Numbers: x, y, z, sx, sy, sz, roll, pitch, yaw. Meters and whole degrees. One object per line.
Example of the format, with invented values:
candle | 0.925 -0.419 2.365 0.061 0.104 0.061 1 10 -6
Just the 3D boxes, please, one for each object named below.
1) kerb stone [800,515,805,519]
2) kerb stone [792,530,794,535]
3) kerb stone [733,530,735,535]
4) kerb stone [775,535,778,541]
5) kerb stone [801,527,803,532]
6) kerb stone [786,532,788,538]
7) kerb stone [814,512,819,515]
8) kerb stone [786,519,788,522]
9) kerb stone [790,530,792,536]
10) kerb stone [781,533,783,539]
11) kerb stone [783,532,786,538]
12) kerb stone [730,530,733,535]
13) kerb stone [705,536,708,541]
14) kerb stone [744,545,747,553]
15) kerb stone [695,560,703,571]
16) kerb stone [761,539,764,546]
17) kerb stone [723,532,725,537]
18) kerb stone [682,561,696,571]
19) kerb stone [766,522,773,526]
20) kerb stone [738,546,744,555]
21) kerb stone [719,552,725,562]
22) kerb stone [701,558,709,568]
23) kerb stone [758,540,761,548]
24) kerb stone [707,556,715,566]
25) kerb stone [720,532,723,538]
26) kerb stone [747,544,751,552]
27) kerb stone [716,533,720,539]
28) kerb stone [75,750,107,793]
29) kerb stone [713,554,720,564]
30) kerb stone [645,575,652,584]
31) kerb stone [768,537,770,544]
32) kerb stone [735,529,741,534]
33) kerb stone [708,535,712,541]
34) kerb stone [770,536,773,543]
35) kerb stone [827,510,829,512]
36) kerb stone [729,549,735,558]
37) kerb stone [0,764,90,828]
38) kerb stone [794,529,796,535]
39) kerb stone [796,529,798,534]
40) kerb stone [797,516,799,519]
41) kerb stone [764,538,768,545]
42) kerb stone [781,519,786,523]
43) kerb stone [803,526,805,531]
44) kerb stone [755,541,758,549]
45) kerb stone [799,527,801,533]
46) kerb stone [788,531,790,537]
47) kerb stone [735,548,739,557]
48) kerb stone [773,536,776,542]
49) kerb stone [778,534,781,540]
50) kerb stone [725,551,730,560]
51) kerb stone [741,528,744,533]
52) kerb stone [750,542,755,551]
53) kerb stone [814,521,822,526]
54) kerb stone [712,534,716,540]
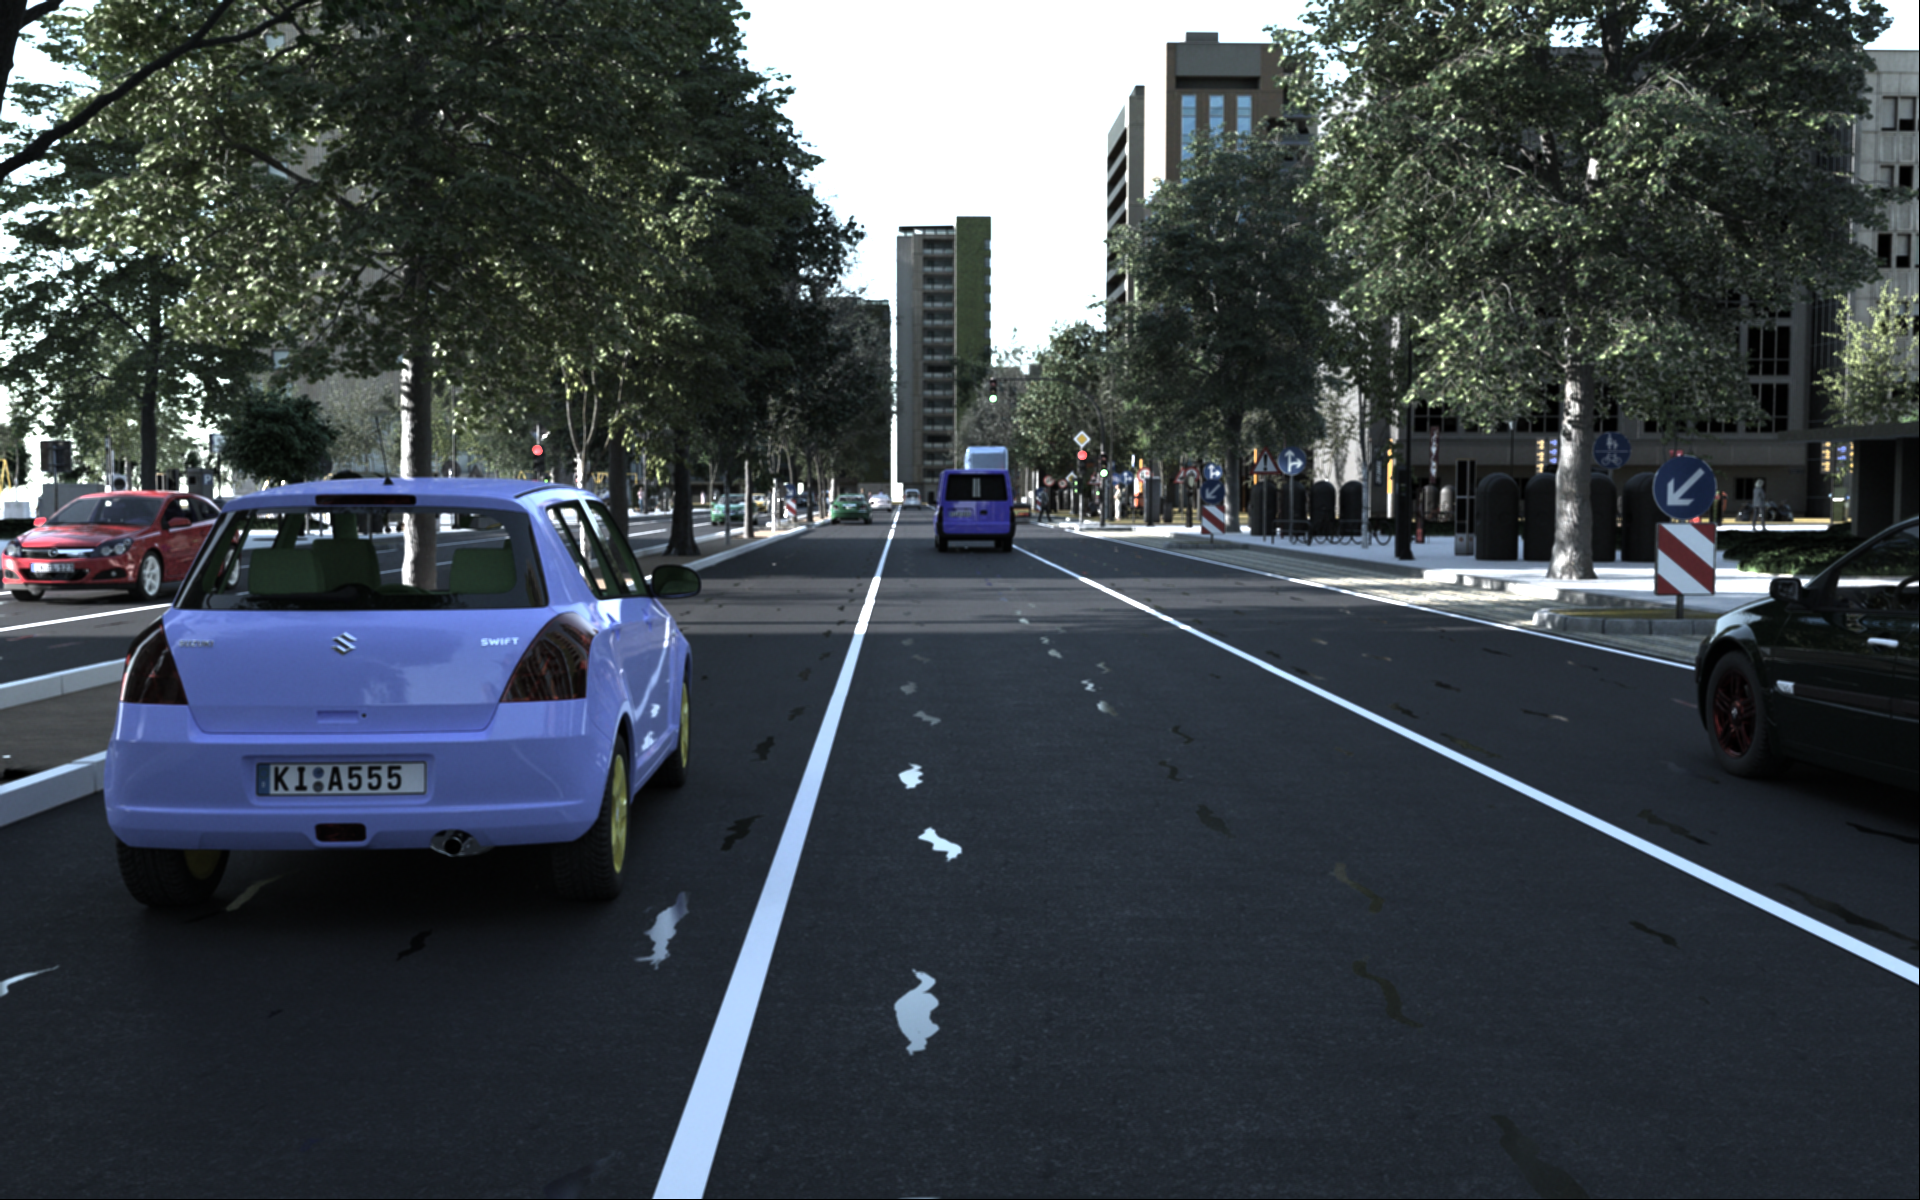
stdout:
kerb stone | -9.310 -4.849 101.472 0.120 0.150 1.000 0 4 -2
kerb stone | -5.837 -2.246 59.017 0.120 0.150 1.000 0 4 -2
kerb stone | -7.970 -2.308 59.925 0.120 0.150 1.000 0 4 -2
kerb stone | -5.605 -1.813 51.834 0.120 0.150 1.000 0 4 -2
kerb stone | -6.001 -2.558 64.130 0.120 0.150 1.000 0 4 -2
kerb stone | -5.732 -2.063 55.929 0.120 0.150 1.000 0 4 -2
kerb stone | -9.914 -5.976 119.902 0.120 0.150 1.000 0 4 -2
kerb stone | -8.840 -3.972 87.141 0.120 0.150 1.000 0 4 -2
kerb stone | -5.806 -2.181 57.984 0.120 0.150 1.000 0 4 -2
kerb stone | -5.677 -1.938 53.878 0.120 0.150 1.000 0 4 -2
kerb stone | -5.705 -2.001 54.907 0.120 0.150 1.000 0 4 -2
kerb stone | -7.931 -2.245 58.900 0.120 0.150 1.000 0 4 -2
kerb stone | -7.706 -1.801 51.715 0.120 0.150 1.000 0 4 -2
kerb stone | -5.272 -1.183 41.594 0.120 0.150 1.000 0 4 -2
kerb stone | -4.971 -0.623 32.384 0.120 0.150 1.000 0 4 -2
kerb stone | -5.444 -1.497 46.714 0.120 0.150 1.000 0 4 -2
kerb stone | -7.864 -2.119 56.847 0.120 0.150 1.000 0 4 -2
kerb stone | -4.945 -0.560 31.359 0.120 0.150 1.000 0 4 -2
kerb stone | -8.542 -3.407 77.912 0.120 0.150 1.000 0 4 -2
kerb stone | -5.238 -1.121 40.571 0.120 0.150 1.000 0 4 -2
kerb stone | -5.114 -0.874 36.478 0.120 0.150 1.000 0 4 -2
kerb stone | -5.008 -0.686 33.413 0.120 0.150 1.000 0 4 -2
kerb stone | -5.408 -1.435 45.687 0.120 0.150 1.000 0 4 -2
kerb stone | -5.042 -0.745 34.434 0.120 0.150 1.000 0 4 -2
kerb stone | -7.836 -2.052 55.819 0.120 0.150 1.000 0 4 -2
kerb stone | -5.309 -1.249 42.617 0.120 0.150 1.000 0 4 -2
kerb stone | -7.797 -1.992 54.797 0.120 0.150 1.000 0 4 -2
kerb stone | -4.214 0.819 8.803 0.120 0.150 1.000 0 4 -2
kerb stone | -5.076 -0.811 35.456 0.120 0.150 1.000 0 4 -2
kerb stone | -4.811 -0.310 27.264 0.120 0.150 1.000 0 4 -2
kerb stone | -5.511 -1.625 48.763 0.120 0.150 1.000 0 4 -2
kerb stone | -8.038 -2.433 61.969 0.120 0.150 1.000 0 4 -2
kerb stone | -7.736 -1.869 52.746 0.120 0.150 1.000 0 4 -2
kerb stone | -5.544 -1.687 49.785 0.120 0.150 1.000 0 4 -2
kerb stone | -10.633 -7.352 142.469 0.120 0.150 1.000 0 4 -2
kerb stone | -5.177 -0.999 38.526 0.120 0.150 1.000 0 4 -2
kerb stone | -4.183 0.887 7.773 0.120 0.150 1.000 0 4 -2
kerb stone | -5.867 -2.315 60.038 0.120 0.150 1.000 0 4 -2
kerb stone | -5.896 -2.377 61.059 0.120 0.150 1.000 0 4 -2
kerb stone | -9.104 -4.473 95.332 0.120 0.150 1.000 0 4 -2
kerb stone | -5.475 -1.562 47.737 0.120 0.150 1.000 0 4 -2
kerb stone | -8.789 -3.846 85.083 0.120 0.150 1.000 0 4 -2
kerb stone | -6.032 -2.620 65.151 0.120 0.150 1.000 0 4 -2
kerb stone | -5.372 -1.373 44.660 0.120 0.150 1.000 0 4 -2
kerb stone | -5.974 -2.502 63.108 0.120 0.150 1.000 0 4 -2
kerb stone | -5.766 -2.126 56.959 0.120 0.150 1.000 0 4 -2
kerb stone | -5.206 -1.058 39.550 0.120 0.150 1.000 0 4 -2
kerb stone | -5.573 -1.746 50.807 0.120 0.150 1.000 0 4 -2
kerb stone | -5.641 -1.875 52.857 0.120 0.150 1.000 0 4 -2
kerb stone | -5.149 -0.936 37.499 0.120 0.150 1.000 0 4 -2
kerb stone | -8.063 -2.493 62.991 0.120 0.150 1.000 0 4 -2
kerb stone | -5.338 -1.311 43.638 0.120 0.150 1.000 0 4 -2
kerb stone | -6.486 -3.474 78.999 0.120 0.150 1.000 0 4 -2
kerb stone | -7.763 -1.931 53.768 0.120 0.150 1.000 0 4 -2
